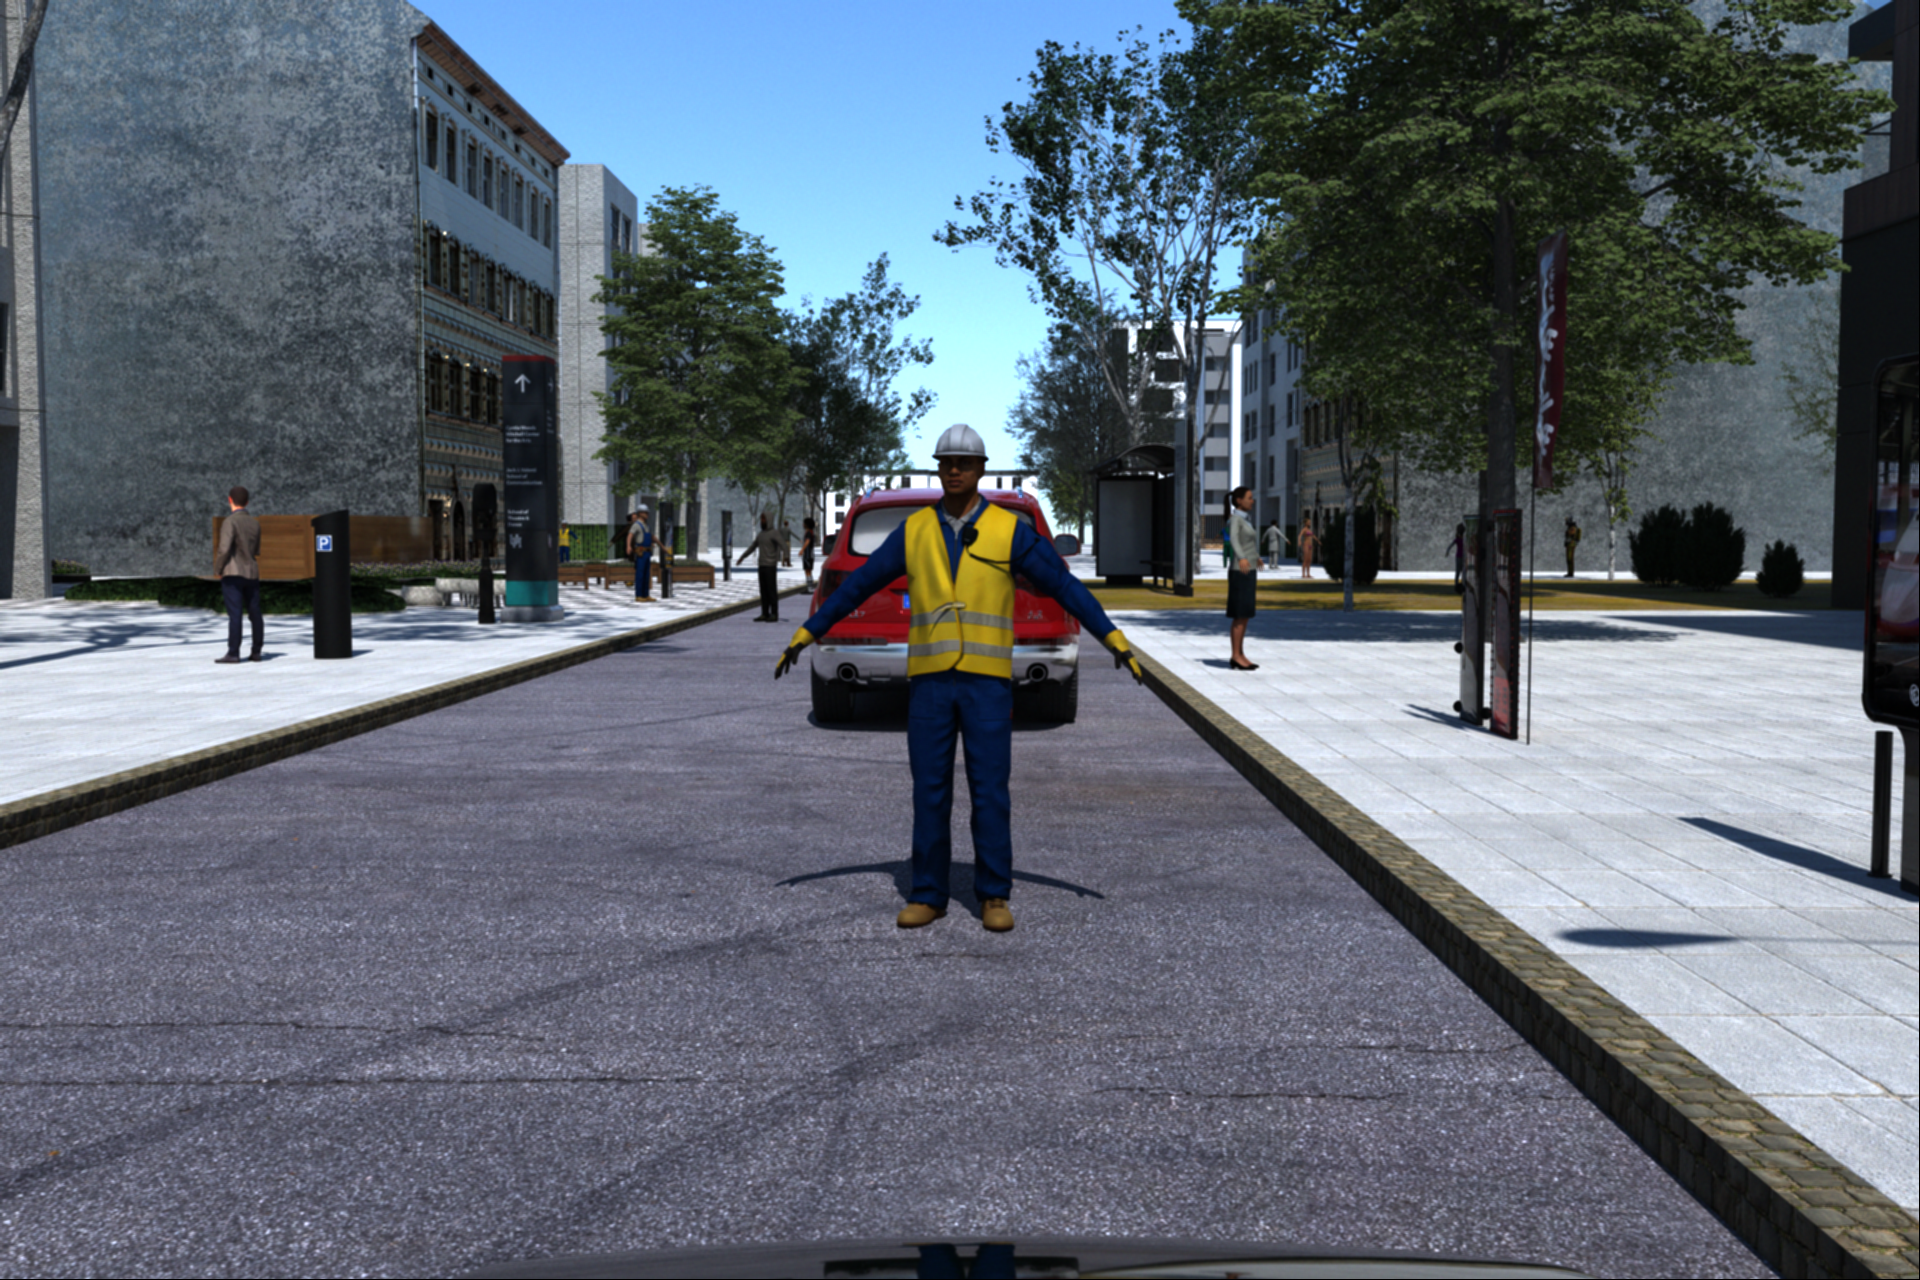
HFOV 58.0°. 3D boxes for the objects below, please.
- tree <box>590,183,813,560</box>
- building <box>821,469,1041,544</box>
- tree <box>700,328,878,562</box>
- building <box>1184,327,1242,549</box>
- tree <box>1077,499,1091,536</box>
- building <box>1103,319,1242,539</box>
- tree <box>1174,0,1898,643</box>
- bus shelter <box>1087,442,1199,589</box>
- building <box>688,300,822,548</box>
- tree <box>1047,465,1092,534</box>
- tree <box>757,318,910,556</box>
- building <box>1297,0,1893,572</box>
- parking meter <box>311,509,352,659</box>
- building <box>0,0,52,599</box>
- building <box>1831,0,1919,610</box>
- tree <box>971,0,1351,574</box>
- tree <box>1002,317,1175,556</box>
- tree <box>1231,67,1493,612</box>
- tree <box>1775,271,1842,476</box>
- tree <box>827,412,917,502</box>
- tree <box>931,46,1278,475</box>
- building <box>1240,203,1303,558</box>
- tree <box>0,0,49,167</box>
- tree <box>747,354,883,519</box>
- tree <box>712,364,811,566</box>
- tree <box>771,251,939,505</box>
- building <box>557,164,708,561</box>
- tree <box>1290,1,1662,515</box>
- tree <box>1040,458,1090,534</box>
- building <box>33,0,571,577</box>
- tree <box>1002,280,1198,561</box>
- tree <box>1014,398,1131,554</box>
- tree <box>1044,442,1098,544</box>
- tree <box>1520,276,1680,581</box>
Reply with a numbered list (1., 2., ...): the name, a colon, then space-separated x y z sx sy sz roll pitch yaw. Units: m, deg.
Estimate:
1. tree: -8.466 -8.478 56.734 7.486 12.596 7.792 0 3 0
2. building: -3.772 -17.159 225.150 28.070 9.664 9.099 0 4 6
3. tree: -8.246 -8.850 79.116 8.767 10.594 7.601 -2 4 -24
4. building: 25.706 -18.477 158.519 16.016 20.090 11.380 0 4 0
5. tree: 16.015 -16.940 227.328 4.737 8.622 4.395 0 3 0
6. building: 28.618 -20.629 181.266 27.936 21.610 32.646 0 4 1
7. tree: 6.285 -6.215 19.735 7.486 12.596 7.792 0 3 0
8. bus shelter: 4.246 -2.884 41.072 2.014 3.302 5.546 0 4 -1
9. building: -23.277 -20.427 164.915 19.493 23.208 18.063 0 3 0
10. tree: 7.759 -11.137 132.456 4.360 8.622 3.978 0 3 0
11. tree: -7.916 -11.579 99.683 12.009 13.543 11.850 0 3 0
12. building: 24.176 -14.451 67.196 19.493 23.208 18.063 0 4 1
13. parking meter: -6.493 -0.580 17.896 0.372 1.533 0.369 0 3 0
14. building: -26.520 -9.294 18.416 16.747 18.905 31.486 0 4 0
15. building: 25.677 -10.370 13.520 27.936 21.610 32.646 0 4 1
16. tree: 6.728 -12.066 53.173 12.611 20.169 13.585 0 3 0
17. tree: 7.635 -11.557 99.323 12.009 13.543 11.850 0 3 0
18. tree: 6.608 -4.755 28.110 4.737 8.622 4.395 0 3 0
19. tree: 24.799 -5.932 47.355 4.360 8.622 3.978 0 3 0
20. tree: -7.040 -12.872 136.207 9.928 11.665 9.643 0 3 0
21. tree: 5.757 -12.998 68.406 12.611 20.169 13.585 0 3 0
22. building: 25.702 -13.856 93.007 16.747 18.905 31.486 0 4 1
23. tree: -8.657 -9.667 13.948 12.611 20.169 13.585 0 3 0
24. tree: -7.769 -9.437 88.711 8.767 10.594 7.601 1 4 10
25. tree: -8.335 -7.301 69.732 4.360 8.622 3.978 0 3 0
26. tree: -7.204 -16.026 117.907 12.611 20.169 13.585 0 3 0
27. building: -25.234 -14.213 98.846 16.747 18.905 31.486 0 4 1
28. tree: 10.747 -7.199 35.823 7.486 12.596 7.792 0 3 0
29. tree: 7.865 -10.781 126.636 4.737 8.622 4.395 0 3 0
30. building: -25.237 -14.015 60.067 19.493 23.208 18.063 0 4 0
31. tree: 7.001 -10.620 84.005 12.009 13.543 11.850 0 3 0
32. tree: 7.623 -10.780 110.668 8.767 10.594 7.601 0 4 1
33. tree: 15.611 -19.192 220.438 9.857 13.997 8.962 0 3 0
34. tree: 17.726 -5.938 47.444 4.737 8.622 4.395 0 3 0
